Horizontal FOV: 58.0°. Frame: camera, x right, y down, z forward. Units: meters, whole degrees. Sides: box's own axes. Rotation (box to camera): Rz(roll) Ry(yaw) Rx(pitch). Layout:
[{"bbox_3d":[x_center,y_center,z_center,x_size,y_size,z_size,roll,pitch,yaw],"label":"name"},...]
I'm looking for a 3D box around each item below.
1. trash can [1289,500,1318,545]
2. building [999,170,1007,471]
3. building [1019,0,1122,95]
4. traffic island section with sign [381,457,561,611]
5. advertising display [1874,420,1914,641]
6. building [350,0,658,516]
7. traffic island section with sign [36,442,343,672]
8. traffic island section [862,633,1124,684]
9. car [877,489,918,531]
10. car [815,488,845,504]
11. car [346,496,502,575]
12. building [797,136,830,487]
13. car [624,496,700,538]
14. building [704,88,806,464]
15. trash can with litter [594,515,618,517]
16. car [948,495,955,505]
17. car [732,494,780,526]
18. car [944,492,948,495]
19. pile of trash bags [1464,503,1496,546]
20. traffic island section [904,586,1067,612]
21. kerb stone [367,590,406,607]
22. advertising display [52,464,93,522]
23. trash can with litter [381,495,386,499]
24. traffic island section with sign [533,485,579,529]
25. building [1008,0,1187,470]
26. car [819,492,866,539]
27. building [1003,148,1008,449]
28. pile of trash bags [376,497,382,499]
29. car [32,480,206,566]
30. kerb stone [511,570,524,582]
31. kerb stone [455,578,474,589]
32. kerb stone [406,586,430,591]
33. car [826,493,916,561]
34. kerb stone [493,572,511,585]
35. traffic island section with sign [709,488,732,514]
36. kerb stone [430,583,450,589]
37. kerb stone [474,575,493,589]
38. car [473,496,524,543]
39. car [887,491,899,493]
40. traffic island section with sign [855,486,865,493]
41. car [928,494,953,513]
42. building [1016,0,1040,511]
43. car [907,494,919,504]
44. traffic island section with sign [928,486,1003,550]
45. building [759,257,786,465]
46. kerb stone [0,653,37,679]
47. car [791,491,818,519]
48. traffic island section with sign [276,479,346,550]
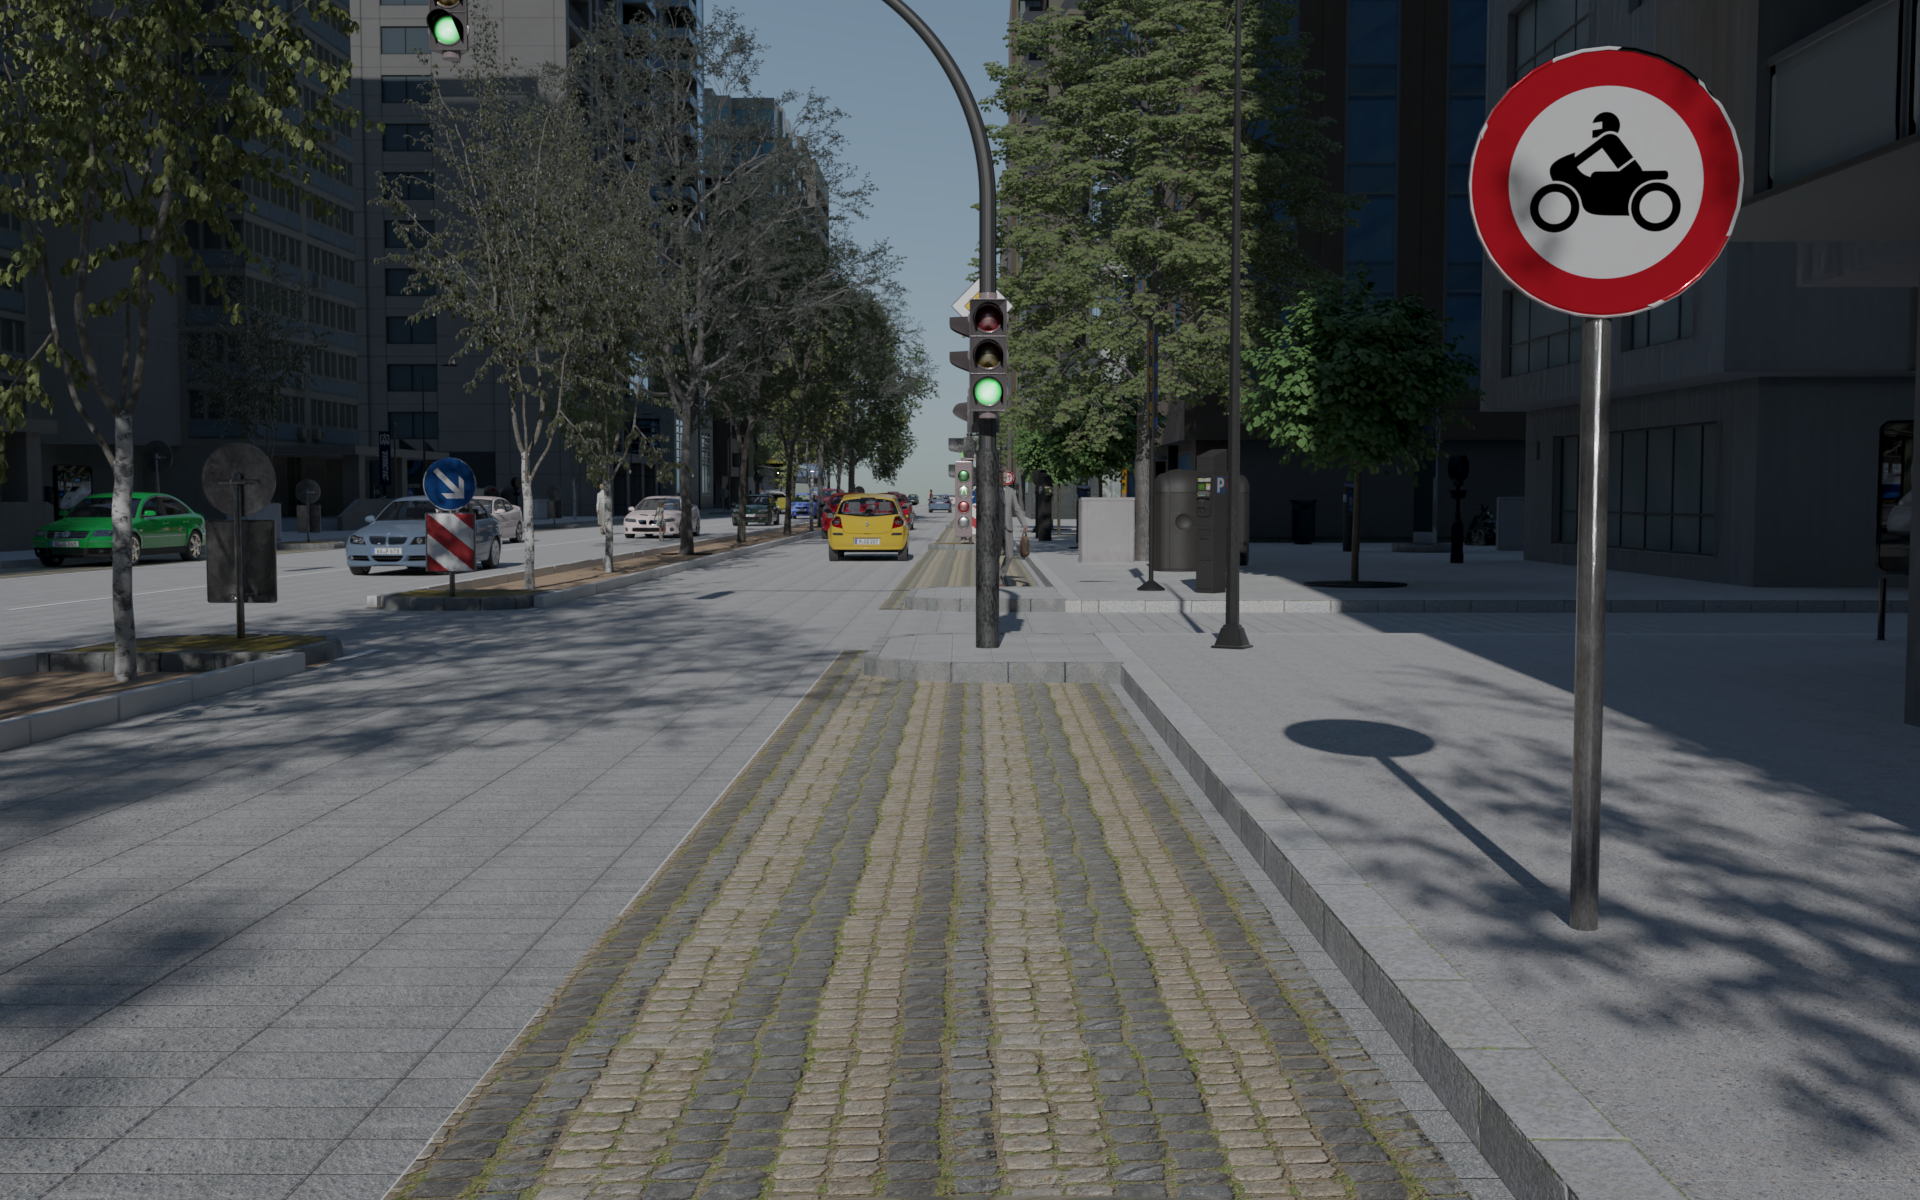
[{"bbox_3d":[8.748,-1.985,44.109,0.748,1.137,0.748,0,3,0],"label":"trash can"},{"bbox_3d":[16.429,-38.040,245.661,21.300,48.544,21.600,0,4,0],"label":"building"},{"bbox_3d":[15.120,-28.115,114.299,22.147,44.769,28.867,0,4,0],"label":"building"},{"bbox_3d":[-6.341,-0.861,22.208,2.006,1.907,1.989,0,4,0],"label":"traffic island section with sign"},{"bbox_3d":[8.404,-0.590,14.861,0.974,1.923,0.123,3,5,42],"label":"advertising display"},{"bbox_3d":[-30.092,-40.922,107.331,20.563,71.187,20.611,0,4,0],"label":"building"},{"bbox_3d":[-6.412,-0.408,14.801,2.006,1.907,1.989,0,4,0],"label":"traffic island section with sign"},{"bbox_3d":[0.244,0.476,14.506,2.009,0.180,2.903,0,4,0],"label":"traffic island section"},{"bbox_3d":[-2.792,-3.692,69.396,2.155,1.783,4.494,0,4,0],"label":"car"},{"bbox_3d":[-8.322,-6.335,112.256,2.281,1.827,5.304,0,3,0],"label":"car"},{"bbox_3d":[-9.822,-1.227,32.069,2.014,1.417,4.499,0,4,2],"label":"car"},{"bbox_3d":[-29.433,-37.566,237.897,21.300,48.544,21.600,0,4,0],"label":"building"},{"bbox_3d":[-9.850,-2.762,57.522,2.083,1.381,4.827,0,4,2],"label":"car"},{"bbox_3d":[-30.609,-36.210,211.639,23.786,49.044,30.456,0,4,0],"label":"building"},{"bbox_3d":[-19.946,-5.247,96.847,1.678,1.210,2.233,1,4,11],"label":"trash can with litter"},{"bbox_3d":[-1.107,-11.196,195.411,2.083,1.381,4.827,0,4,-1],"label":"car"},{"bbox_3d":[-9.269,-4.214,78.688,2.009,1.686,4.222,0,4,2],"label":"car"},{"bbox_3d":[-1.768,-14.851,252.407,1.945,1.707,3.694,0,4,2],"label":"car"},{"bbox_3d":[14.513,-2.057,43.385,3.447,1.369,1.912,-1,4,-20],"label":"pile of trash bags"},{"bbox_3d":[0.311,-0.013,22.491,2.009,0.180,2.903,0,4,0],"label":"traffic island section"},{"bbox_3d":[-7.390,-0.005,22.280,0.120,0.150,1.000,0,4,0],"label":"kerb stone"},{"bbox_3d":[-19.177,-1.973,37.474,0.123,1.923,0.974,1,4,18],"label":"advertising display"},{"bbox_3d":[-30.219,-4.914,91.395,1.678,1.210,2.233,0,4,-3],"label":"trash can with litter"},{"bbox_3d":[-17.008,-3.894,72.296,1.989,1.847,2.006,0,4,0],"label":"traffic island section with sign"},{"bbox_3d":[11.215,-30.601,150.443,14.600,45.320,14.200,0,4,0],"label":"building"},{"bbox_3d":[-3.532,-2.893,56.338,2.155,1.783,4.494,0,4,-1],"label":"car"},{"bbox_3d":[16.335,-33.737,206.228,22.147,44.769,28.867,0,4,0],"label":"building"},{"bbox_3d":[-28.106,-4.646,85.719,1.912,1.369,3.447,1,4,9],"label":"pile of trash bags"},{"bbox_3d":[-17.173,-1.635,35.536,1.959,1.807,4.718,0,4,0],"label":"car"},{"bbox_3d":[-7.330,-0.378,28.422,0.120,0.150,1.000,0,4,0],"label":"kerb stone"},{"bbox_3d":[-7.358,-0.193,25.356,0.120,0.150,1.000,0,4,0],"label":"kerb stone"},{"bbox_3d":[-7.381,-0.065,23.311,0.120,0.150,1.000,0,4,0],"label":"kerb stone"},{"bbox_3d":[-1.986,-1.718,38.313,2.015,1.641,3.980,0,4,-1],"label":"car"},{"bbox_3d":[-7.342,-0.318,27.400,0.120,0.150,1.000,0,4,0],"label":"kerb stone"},{"bbox_3d":[-16.611,-6.940,122.102,1.989,1.847,2.006,0,4,0],"label":"traffic island section with sign"},{"bbox_3d":[-7.370,-0.130,24.334,0.120,0.150,1.000,0,4,0],"label":"kerb stone"},{"bbox_3d":[-7.347,-0.256,26.378,0.120,0.150,1.000,0,4,0],"label":"kerb stone"},{"bbox_3d":[-13.886,-2.275,49.565,2.083,1.381,4.827,0,4,2],"label":"car"},{"bbox_3d":[-8.537,-13.006,221.326,2.281,1.827,5.304,0,4,-1],"label":"car"},{"bbox_3d":[-5.720,-5.456,97.344,2.006,1.907,1.989,0,4,0],"label":"traffic island section with sign"},{"bbox_3d":[-1.515,-7.412,133.194,2.014,1.417,4.499,0,4,1],"label":"car"},{"bbox_3d":[11.403,-27.667,135.945,14.154,41.232,14.086,0,4,0],"label":"building"},{"bbox_3d":[-6.876,-14.873,252.965,2.009,1.686,4.222,0,4,1],"label":"car"},{"bbox_3d":[0.170,-2.208,44.735,1.989,1.847,2.006,0,4,0],"label":"traffic island section with sign"},{"bbox_3d":[-26.692,-25.537,189.232,14.160,30.474,14.107,0,4,0],"label":"building"},{"bbox_3d":[-7.457,0.530,13.523,0.120,0.150,1.000,0,4,0],"label":"kerb stone"},{"bbox_3d":[-9.067,-5.596,101.084,1.945,1.707,3.694,0,3,0],"label":"car"},{"bbox_3d":[-17.242,-2.246,45.342,1.989,1.847,2.006,0,4,0],"label":"traffic island section with sign"}]
